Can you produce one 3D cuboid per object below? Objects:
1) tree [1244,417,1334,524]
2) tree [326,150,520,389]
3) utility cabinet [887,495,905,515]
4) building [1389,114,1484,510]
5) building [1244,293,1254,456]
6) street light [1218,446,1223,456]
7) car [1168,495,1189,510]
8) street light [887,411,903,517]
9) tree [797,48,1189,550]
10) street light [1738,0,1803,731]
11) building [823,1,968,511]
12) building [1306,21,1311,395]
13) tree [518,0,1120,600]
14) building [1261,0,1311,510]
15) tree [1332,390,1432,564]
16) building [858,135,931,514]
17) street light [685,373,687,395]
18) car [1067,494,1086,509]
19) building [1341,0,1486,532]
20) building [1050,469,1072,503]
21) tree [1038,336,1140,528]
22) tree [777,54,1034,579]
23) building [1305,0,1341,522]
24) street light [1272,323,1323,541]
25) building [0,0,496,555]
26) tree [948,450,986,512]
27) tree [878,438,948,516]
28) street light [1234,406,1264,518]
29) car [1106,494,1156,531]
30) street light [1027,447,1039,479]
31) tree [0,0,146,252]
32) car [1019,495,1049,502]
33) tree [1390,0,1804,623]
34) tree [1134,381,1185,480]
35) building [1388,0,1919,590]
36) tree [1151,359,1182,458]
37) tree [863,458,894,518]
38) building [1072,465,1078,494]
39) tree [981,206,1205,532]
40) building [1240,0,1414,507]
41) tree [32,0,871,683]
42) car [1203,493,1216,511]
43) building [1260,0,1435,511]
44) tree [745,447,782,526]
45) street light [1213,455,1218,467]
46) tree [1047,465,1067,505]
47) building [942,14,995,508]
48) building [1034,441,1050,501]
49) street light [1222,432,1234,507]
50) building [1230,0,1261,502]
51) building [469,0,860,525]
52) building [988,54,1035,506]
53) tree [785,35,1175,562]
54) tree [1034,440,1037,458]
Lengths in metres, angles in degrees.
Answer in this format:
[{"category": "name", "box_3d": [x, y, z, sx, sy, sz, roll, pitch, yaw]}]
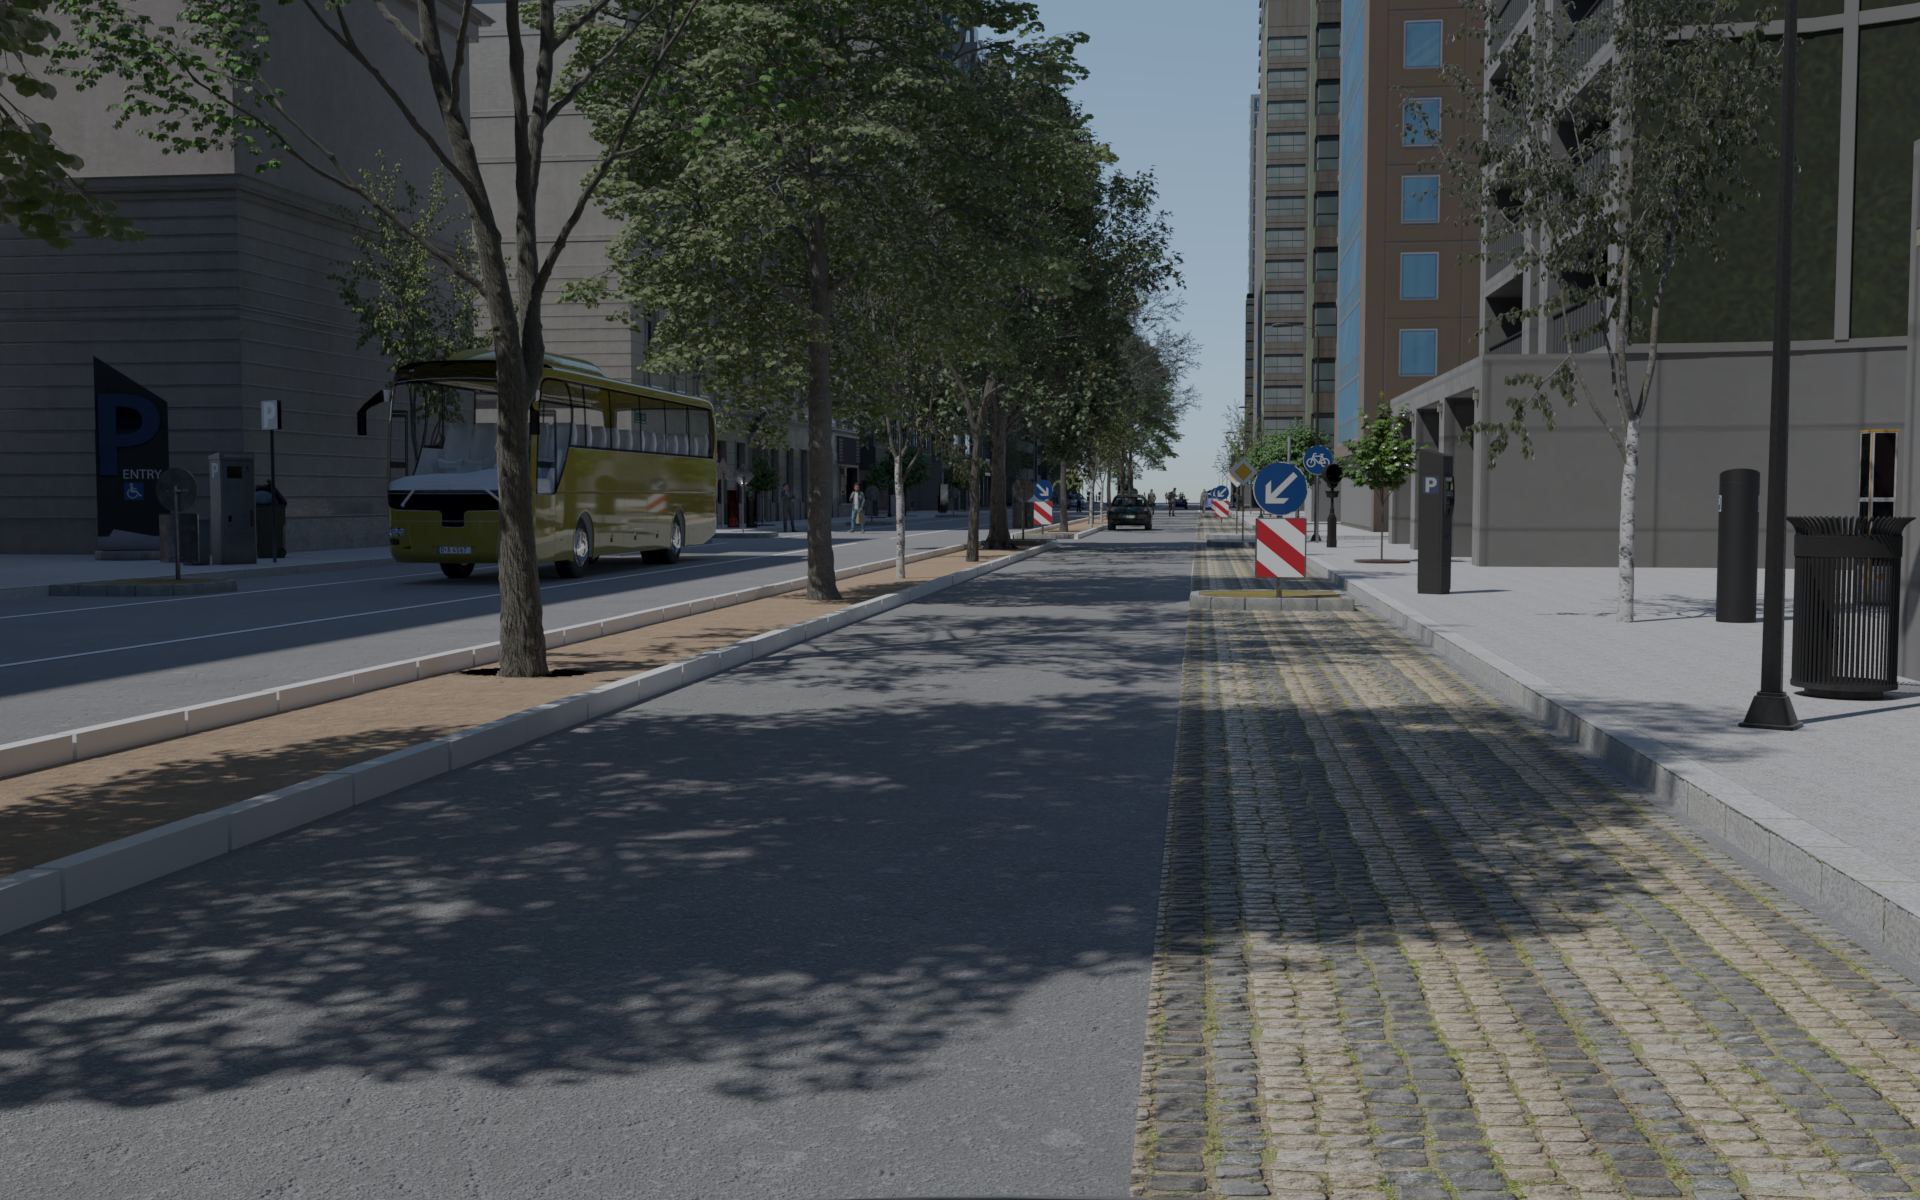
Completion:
[{"category": "tree", "box_3d": [14.381, -5.508, 73.777, 4.285, 4.588, 4.351, 0, 3, 0]}, {"category": "tree", "box_3d": [-11.680, -5.357, 37.949, 4.737, 8.622, 4.395, 0, 3, 0]}, {"category": "utility cabinet", "box_3d": [-3.908, -5.789, 105.817, 1.020, 1.237, 0.306, -2, 4, -24]}, {"category": "building", "box_3d": [40.300, -45.074, 175.217, 20.563, 71.187, 20.611, 0, 4, 8]}, {"category": "building", "box_3d": [47.745, -29.110, 247.642, 14.160, 30.474, 14.107, 0, 4, 8]}, {"category": "street light", "box_3d": [25.947, -11.917, 167.390, 1.470, 5.913, 1.316, 0, 4, 8]}, {"category": "car", "box_3d": [20.378, -9.118, 161.658, 1.945, 1.354, 3.894, 0, 4, 8]}, {"category": "street light", "box_3d": [-3.357, -7.542, 95.846, 1.470, 5.913, 1.316, 0, 4, 8]}, {"category": "tree", "box_3d": [0.992, -7.639, 44.370, 9.611, 12.733, 9.660, 0, 3, 0]}, {"category": "street light", "box_3d": [3.937, -2.258, 9.454, 1.470, 5.913, 1.316, 0, 4, 8]}, {"category": "building", "box_3d": [-10.068, -43.110, 143.094, 20.563, 71.187, 20.611, 0, 4, 8]}, {"category": "building", "box_3d": [33.419, -34.894, 112.515, 21.231, 58.520, 28.212, 0, 4, 8]}, {"category": "tree", "box_3d": [-1.819, -6.237, 22.566, 7.486, 12.596, 7.792, 0, 3, 0]}, {"category": "building", "box_3d": [32.494, -28.243, 145.366, 14.154, 41.232, 14.086, 0, 4, 8]}, {"category": "tree", "box_3d": [7.895, -2.313, 32.426, 1.663, 3.219, 1.824, 0, 3, 0]}, {"category": "building", "box_3d": [-10.668, -19.712, 115.792, 14.314, 27.812, 24.014, 0, 4, 8]}, {"category": "street light", "box_3d": [-8.595, -5.207, 57.679, 1.470, 5.913, 1.316, 0, 4, 8]}, {"category": "car", "box_3d": [10.937, -9.279, 163.710, 2.014, 1.417, 4.499, 0, 4, 8]}, {"category": "building", "box_3d": [21.408, -25.212, 62.321, 14.200, 45.320, 14.600, 0, 4, 8]}, {"category": "building", "box_3d": [4.462, -43.069, 246.170, 21.231, 58.520, 28.212, 0, 4, 8]}, {"category": "tree", "box_3d": [5.549, -7.367, 73.277, 4.737, 8.622, 4.395, 0, 3, 0]}, {"category": "tree", "box_3d": [-1.017, -4.642, 28.714, 4.360, 8.622, 3.978, 0, 3, 0]}, {"category": "building", "box_3d": [24.129, -19.160, 84.969, 14.160, 30.474, 14.107, 0, 4, 8]}, {"category": "street light", "box_3d": [9.165, -4.560, 47.098, 1.470, 5.913, 1.316, 0, 4, 8]}, {"category": "building", "box_3d": [-25.535, -12.296, 42.846, 24.055, 21.916, 13.314, 0, 4, 8]}, {"category": "tree", "box_3d": [0.256, -8.761, 126.957, 4.285, 4.588, 4.351, 0, 3, 0]}, {"category": "tree", "box_3d": [-3.213, -7.187, 101.227, 4.285, 4.588, 4.351, 0, 3, 0]}, {"category": "street light", "box_3d": [15.382, -7.275, 91.479, 1.470, 5.913, 1.316, 0, 4, 8]}, {"category": "car", "box_3d": [6.821, -3.644, 69.368, 2.009, 1.686, 4.222, 0, 4, 7]}, {"category": "street light", "box_3d": [7.202, -12.190, 171.848, 1.470, 5.913, 1.316, 0, 4, 8]}, {"category": "tree", "box_3d": [-4.497, -5.141, 4.644, 7.486, 12.596, 7.792, 0, 3, 0]}, {"category": "car", "box_3d": [5.173, -6.531, 119.148, 2.083, 1.381, 4.827, 0, 4, 8]}, {"category": "tree", "box_3d": [6.635, -4.095, 17.312, 4.360, 8.622, 3.978, 0, 3, 0]}, {"category": "tree", "box_3d": [12.543, -12.597, 126.543, 7.486, 12.596, 7.792, 0, 3, 0]}, {"category": "building", "box_3d": [19.878, -36.283, 31.474, 20.563, 71.187, 20.611, 0, 4, 8]}, {"category": "tree", "box_3d": [11.568, -11.598, 117.832, 9.928, 11.665, 9.643, 0, 3, 0]}, {"category": "tree", "box_3d": [-4.316, -5.977, 92.332, 1.663, 3.219, 1.824, 0, 3, 0]}, {"category": "building", "box_3d": [7.123, -39.603, 271.204, 21.300, 48.544, 21.600, 0, 4, 8]}, {"category": "tree", "box_3d": [3.885, -9.296, 64.820, 12.009, 13.543, 11.850, 0, 3, 0]}, {"category": "building", "box_3d": [47.871, -48.328, 228.418, 20.563, 71.187, 20.611, 0, 4, 8]}, {"category": "tree", "box_3d": [-3.525, -5.211, 13.412, 9.928, 11.665, 9.643, 0, 3, 0]}, {"category": "car", "box_3d": [22.039, -8.641, 150.866, 1.945, 1.707, 3.694, 1, 4, 8]}, {"category": "building", "box_3d": [34.668, -31.140, 159.246, 14.600, 45.320, 14.200, 0, 4, 8]}, {"category": "tree", "box_3d": [-8.120, -4.617, 70.085, 1.663, 3.219, 1.824, 0, 3, 0]}, {"category": "street light", "box_3d": [31.060, -14.221, 205.050, 1.470, 5.913, 1.316, 0, 4, 8]}, {"category": "tree", "box_3d": [10.979, -15.516, 204.042, 4.360, 8.622, 3.978, 0, 3, 0]}, {"category": "building", "box_3d": [-8.288, -33.678, 170.236, 23.786, 49.044, 30.456, 0, 4, 8]}, {"category": "building", "box_3d": [4.193, -27.730, 225.084, 14.160, 30.474, 14.107, 0, 4, 8]}, {"category": "street light", "box_3d": [20.529, -9.578, 129.135, 1.470, 5.913, 1.316, 0, 4, 8]}, {"category": "building", "box_3d": [53.802, -58.448, 268.299, 22.319, 86.520, 31.000, 0, 4, 8]}, {"category": "building", "box_3d": [-16.292, -18.680, 81.834, 17.030, 29.872, 44.131, 0, 4, 8]}, {"category": "building", "box_3d": [-3.133, -34.989, 195.766, 21.300, 48.544, 21.600, 0, 4, 8]}, {"category": "tree", "box_3d": [0.190, -6.049, 35.773, 8.767, 10.594, 7.601, 0, 4, 8]}, {"category": "tree", "box_3d": [3.756, -12.242, 150.513, 4.360, 8.622, 3.978, 0, 3, 0]}]
